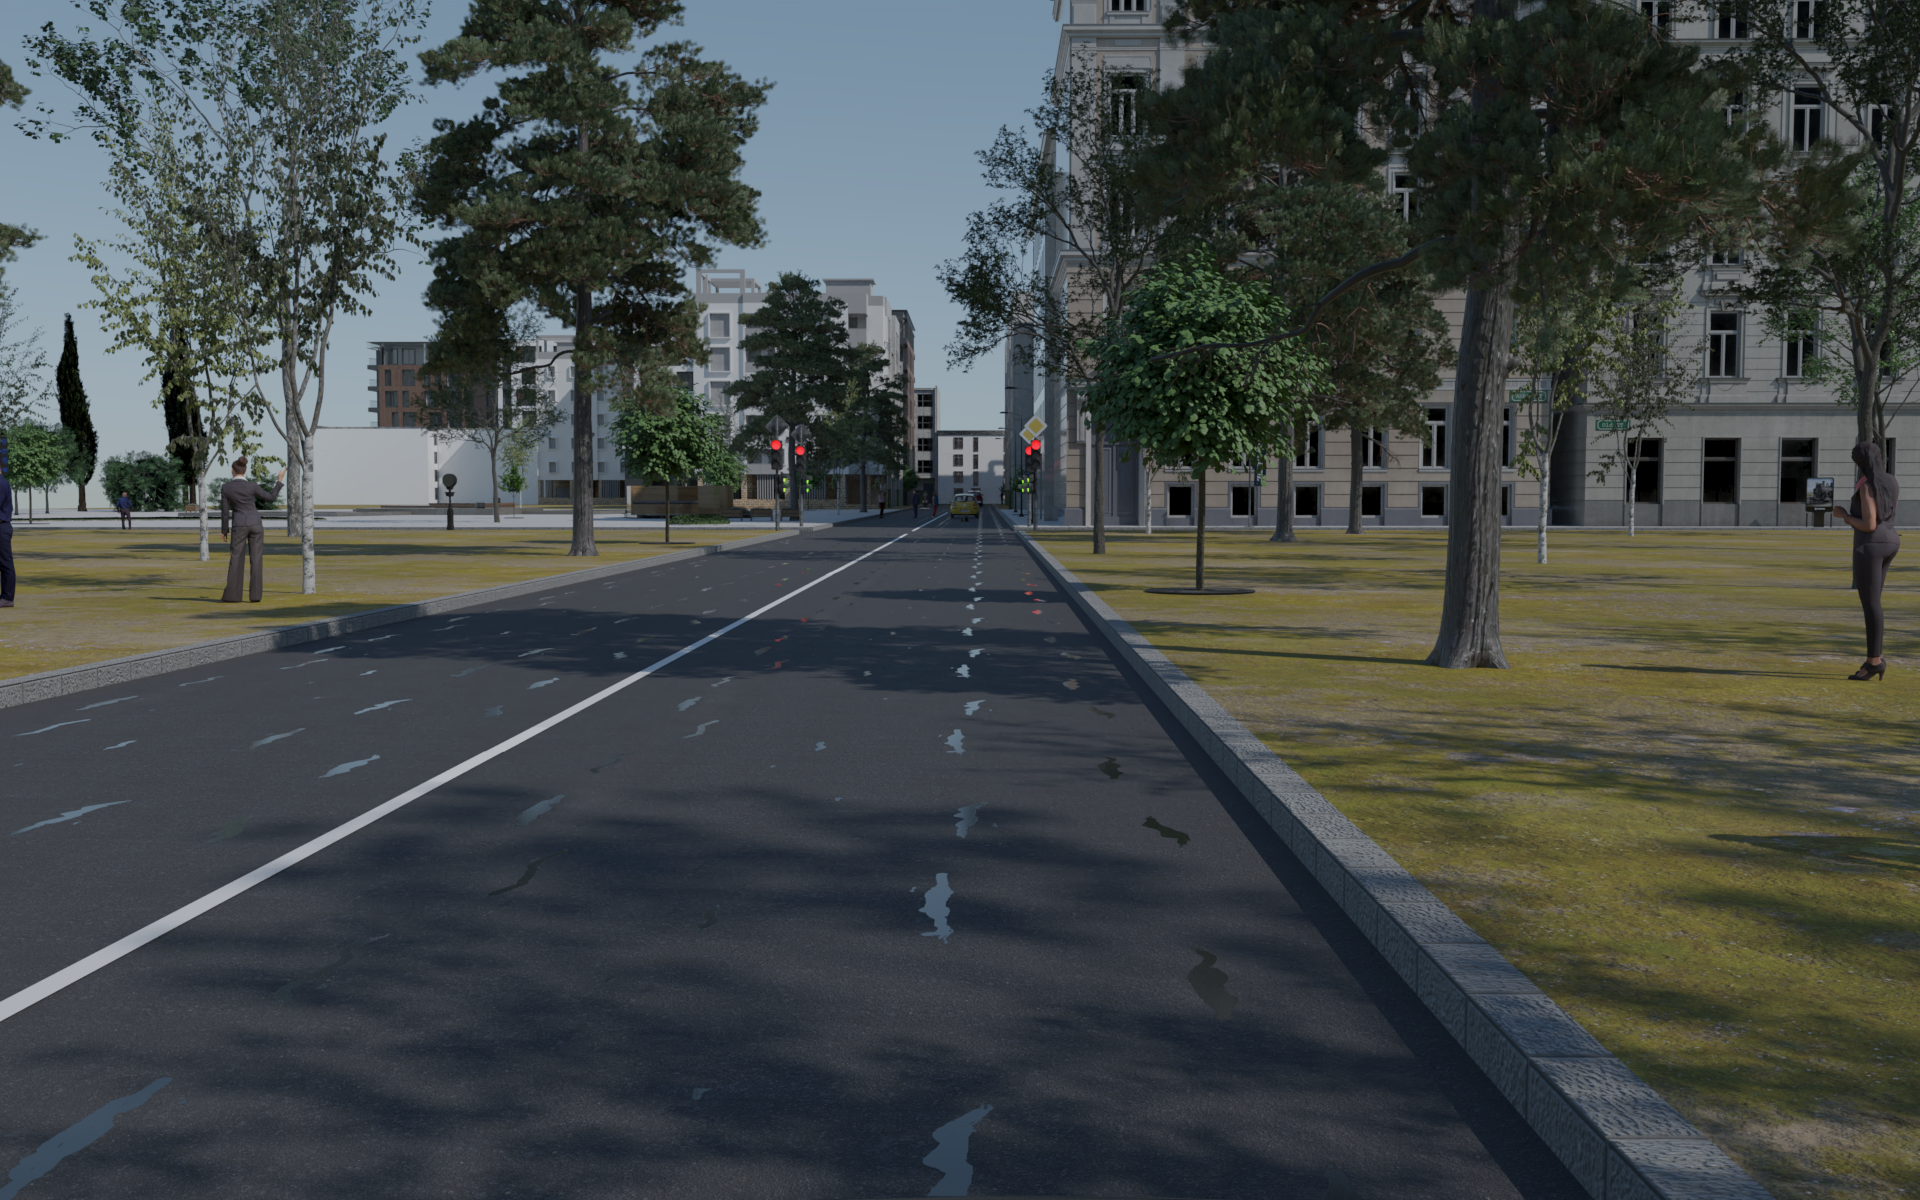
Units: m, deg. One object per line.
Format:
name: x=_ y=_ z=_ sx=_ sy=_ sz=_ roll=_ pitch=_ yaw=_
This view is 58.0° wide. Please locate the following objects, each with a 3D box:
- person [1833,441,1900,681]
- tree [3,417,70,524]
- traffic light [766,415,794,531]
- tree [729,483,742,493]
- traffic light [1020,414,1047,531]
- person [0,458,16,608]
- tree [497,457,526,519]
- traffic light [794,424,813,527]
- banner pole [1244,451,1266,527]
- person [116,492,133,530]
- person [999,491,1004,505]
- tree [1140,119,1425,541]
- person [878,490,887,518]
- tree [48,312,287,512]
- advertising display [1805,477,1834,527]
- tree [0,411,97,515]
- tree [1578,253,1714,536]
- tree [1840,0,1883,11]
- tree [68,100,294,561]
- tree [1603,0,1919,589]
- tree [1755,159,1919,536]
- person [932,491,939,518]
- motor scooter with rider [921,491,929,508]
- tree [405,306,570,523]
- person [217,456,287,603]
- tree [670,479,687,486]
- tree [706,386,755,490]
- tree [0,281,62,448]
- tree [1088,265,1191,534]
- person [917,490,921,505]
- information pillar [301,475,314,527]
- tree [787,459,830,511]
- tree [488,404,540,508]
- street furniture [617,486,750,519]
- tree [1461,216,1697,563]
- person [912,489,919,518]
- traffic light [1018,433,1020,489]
person: x=6.270 y=-0.275 z=12.013 sx=0.415 sy=1.643 sz=0.593 roll=1 pitch=4 yaw=10
tree: x=-39.624 y=-5.494 z=73.539 sx=4.285 sy=4.588 sz=4.351 roll=0 pitch=3 yaw=0
traffic light: x=-6.351 y=-4.347 z=60.325 sx=0.839 sy=4.213 sz=0.868 roll=0 pitch=4 yaw=1
tree: x=-15.286 y=-7.341 z=114.621 sx=1.663 sy=3.219 sz=1.824 roll=0 pitch=3 yaw=0
traffic light: x=2.609 y=-4.341 z=60.224 sx=0.839 sy=4.213 sz=0.868 roll=0 pitch=4 yaw=1
person: x=-10.971 y=-0.789 z=19.648 sx=0.504 sy=1.737 sz=0.576 roll=-3 pitch=4 yaw=-38
tree: x=-23.538 y=-5.919 z=91.372 sx=1.663 sy=3.219 sz=1.824 roll=0 pitch=3 yaw=0
traffic light: x=-6.248 y=-4.836 z=68.309 sx=0.839 sy=4.213 sz=0.868 roll=0 pitch=4 yaw=1
banner pole: x=11.486 y=-4.723 z=67.242 sx=0.863 sy=3.779 sz=0.401 roll=0 pitch=4 yaw=4
person: x=-31.734 y=-3.352 z=66.001 sx=0.574 sy=1.496 sz=0.600 roll=1 pitch=4 yaw=11
person: x=5.052 y=-12.537 z=211.852 sx=0.721 sy=1.723 sz=1.217 roll=-2 pitch=4 yaw=-24
tree: x=8.658 y=-8.518 z=46.689 sx=7.806 sy=13.903 sz=7.818 roll=0 pitch=3 yaw=0
person: x=-4.583 y=-5.663 z=102.555 sx=0.517 sy=1.644 sz=0.566 roll=0 pitch=4 yaw=4
tree: x=-59.605 y=-13.966 z=130.165 sx=13.155 sy=14.587 sz=18.604 roll=0 pitch=4 yaw=4
advertising display: x=33.226 y=-3.777 z=66.960 sx=0.974 sy=1.923 sz=0.123 roll=1 pitch=4 yaw=19
tree: x=-60.126 y=-8.715 z=105.394 sx=11.467 sy=7.101 sz=20.602 roll=-1 pitch=4 yaw=-17
tree: x=20.563 y=-6.254 z=52.619 sx=4.360 sy=8.622 sz=3.978 roll=0 pitch=3 yaw=0
tree: x=23.403 y=-11.081 z=37.062 sx=12.611 sy=20.169 sz=13.585 roll=0 pitch=3 yaw=0
tree: x=-14.453 y=-5.041 z=32.779 sx=4.737 sy=8.622 sz=4.395 roll=0 pitch=3 yaw=0
tree: x=11.867 y=-5.420 z=23.028 sx=7.601 sy=10.594 sz=8.767 roll=-1 pitch=4 yaw=-15
tree: x=28.222 y=-7.788 z=53.095 sx=9.928 sy=11.665 sz=9.643 roll=0 pitch=3 yaw=0
person: x=-1.456 y=-5.675 z=102.985 sx=0.444 sy=1.614 sz=0.593 roll=3 pitch=5 yaw=43
motor scooter with rider: x=-3.588 y=-10.317 z=177.652 sx=0.876 sy=1.779 sz=1.986 roll=0 pitch=4 yaw=0
tree: x=-21.164 y=-8.757 z=77.595 sx=7.601 sy=10.594 sz=8.767 roll=-3 pitch=4 yaw=-36
person: x=-8.394 y=-0.839 z=20.556 sx=0.445 sy=1.727 sz=0.742 roll=3 pitch=4 yaw=38
tree: x=-22.047 y=-11.564 z=139.427 sx=4.360 sy=8.622 sz=3.978 roll=0 pitch=3 yaw=0
tree: x=-15.637 y=-10.290 z=118.598 sx=4.360 sy=8.622 sz=3.978 roll=0 pitch=3 yaw=0
tree: x=-32.580 y=-6.572 z=57.819 sx=4.360 sy=8.622 sz=3.978 roll=0 pitch=3 yaw=0
tree: x=6.024 y=-6.407 z=55.113 sx=4.360 sy=8.622 sz=3.978 roll=0 pitch=3 yaw=0
person: x=-4.959 y=-12.416 z=209.768 sx=0.721 sy=1.735 sz=1.217 roll=1 pitch=4 yaw=22
information pillar: x=-25.539 y=-3.873 z=67.815 sx=0.304 sy=2.012 sz=0.304 roll=1 pitch=4 yaw=21
tree: x=-11.820 y=-9.271 z=135.289 sx=4.285 sy=4.588 sz=4.351 roll=0 pitch=3 yaw=0
tree: x=-35.517 y=-11.538 z=139.011 sx=4.737 sy=8.622 sz=4.395 roll=0 pitch=3 yaw=0
street furniture: x=-13.999 y=-5.373 z=94.704 sx=9.812 sy=1.723 sz=11.010 roll=-1 pitch=4 yaw=-17
tree: x=11.003 y=-4.987 z=31.900 sx=4.737 sy=8.622 sz=4.395 roll=0 pitch=3 yaw=0
person: x=-2.669 y=-5.752 z=103.458 sx=0.541 sy=1.710 sz=0.530 roll=-3 pitch=4 yaw=-38
traffic light: x=2.713 y=-4.830 z=68.209 sx=0.839 sy=4.213 sz=0.868 roll=0 pitch=4 yaw=1
